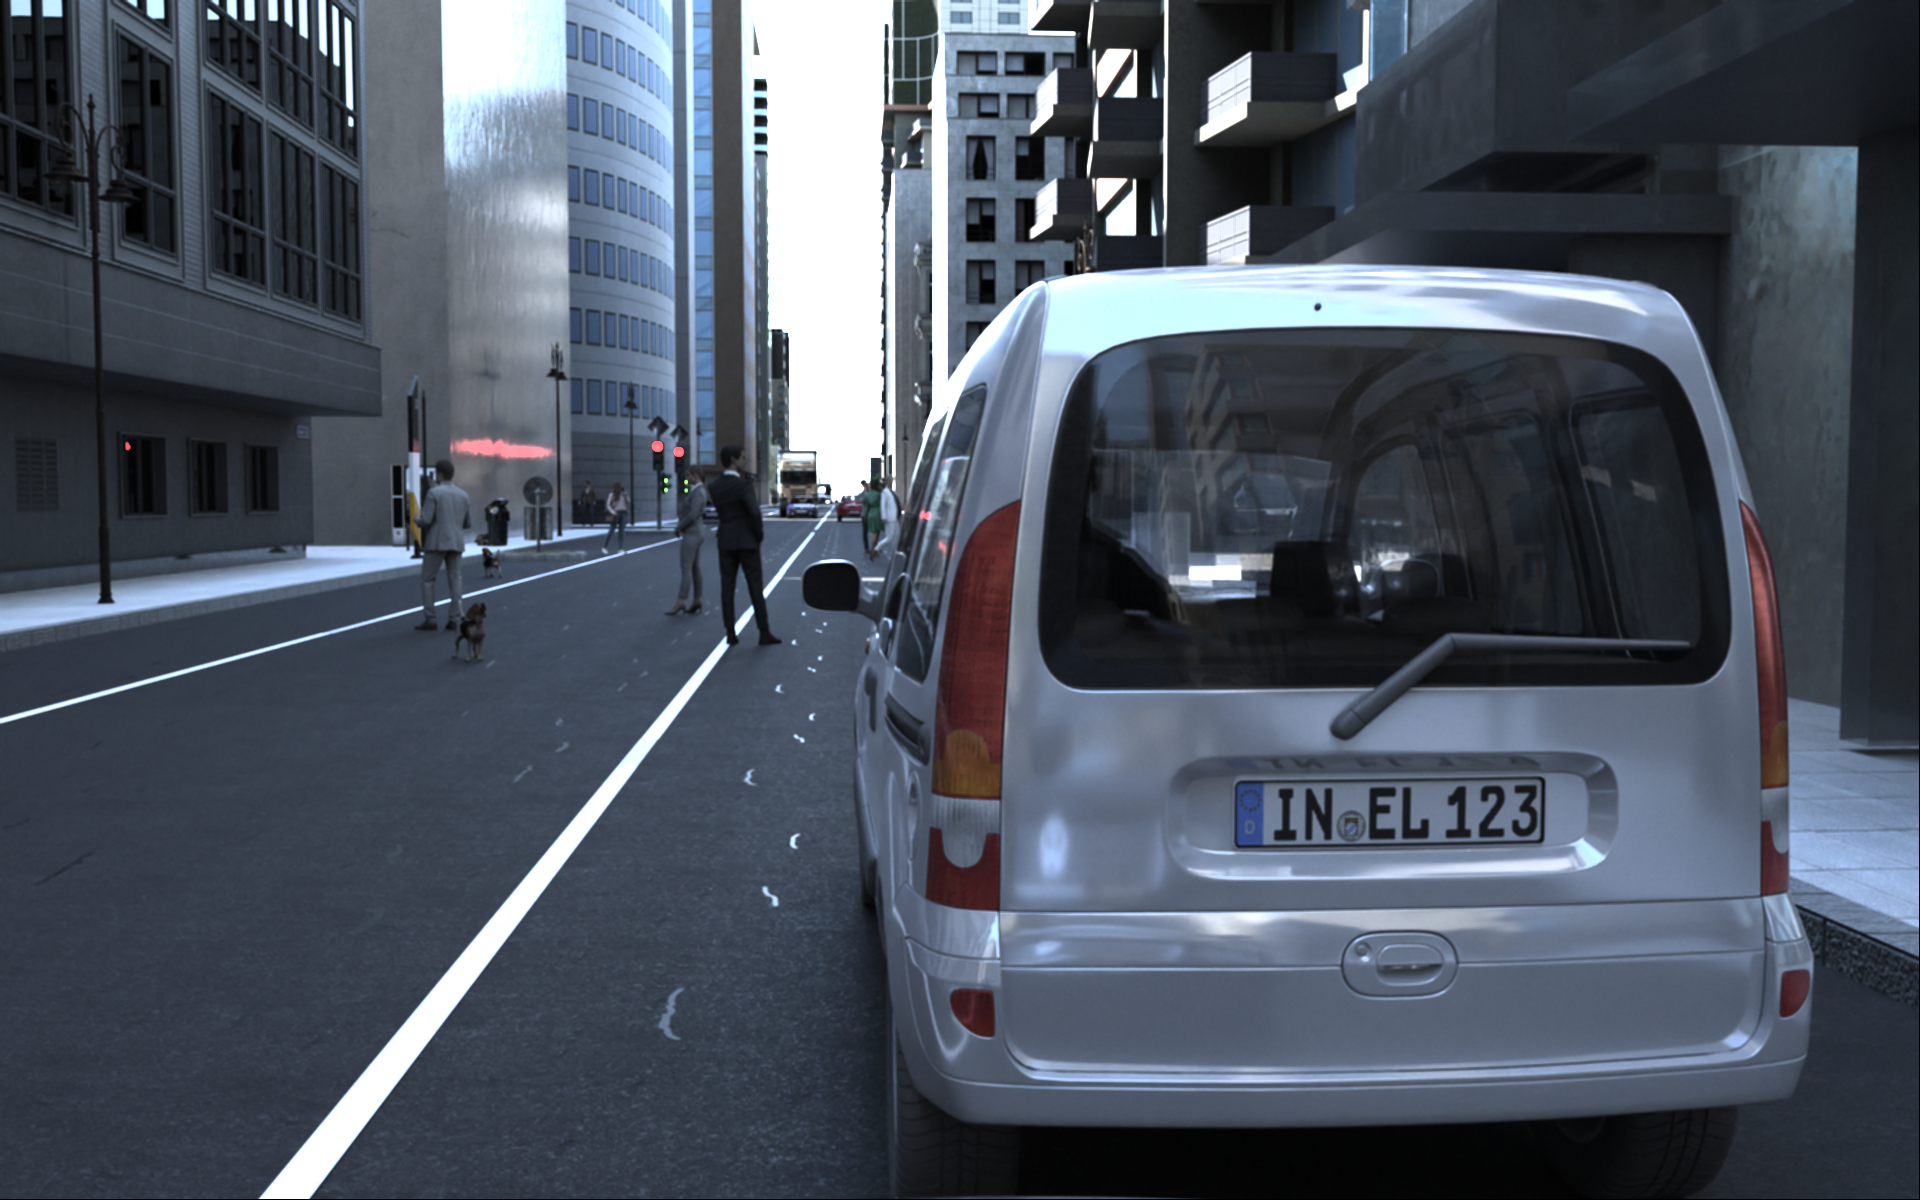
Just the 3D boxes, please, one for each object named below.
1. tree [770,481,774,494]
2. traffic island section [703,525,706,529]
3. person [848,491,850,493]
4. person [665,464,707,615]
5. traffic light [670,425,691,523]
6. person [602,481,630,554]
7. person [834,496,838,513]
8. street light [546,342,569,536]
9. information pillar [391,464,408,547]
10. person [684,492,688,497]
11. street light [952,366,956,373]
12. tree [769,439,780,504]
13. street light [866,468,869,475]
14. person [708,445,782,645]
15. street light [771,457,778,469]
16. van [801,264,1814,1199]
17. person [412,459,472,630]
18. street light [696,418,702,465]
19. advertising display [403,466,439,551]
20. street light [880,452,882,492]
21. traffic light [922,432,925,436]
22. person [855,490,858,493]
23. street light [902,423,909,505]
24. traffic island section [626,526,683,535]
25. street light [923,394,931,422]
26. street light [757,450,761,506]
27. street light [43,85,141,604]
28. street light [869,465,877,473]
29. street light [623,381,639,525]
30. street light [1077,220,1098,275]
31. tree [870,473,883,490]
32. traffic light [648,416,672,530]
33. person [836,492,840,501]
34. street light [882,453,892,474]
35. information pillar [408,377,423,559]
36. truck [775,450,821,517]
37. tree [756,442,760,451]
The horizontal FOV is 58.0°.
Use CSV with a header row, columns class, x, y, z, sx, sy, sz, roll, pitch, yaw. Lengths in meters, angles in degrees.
class,x,y,z,sx,sy,sz,roll,pitch,yaw
tree,-23.734,-13.499,215.312,1.663,3.219,1.824,0,3,0
traffic island section,-11.384,-2.939,70.341,2.009,0.180,2.903,0,4,-4
person,-11.326,-10.209,176.360,0.756,1.711,0.436,-2,4,-34
person,-3.300,-0.733,20.751,0.573,1.790,0.520,-1,4,-22
traffic light,-11.343,-4.972,70.209,0.839,4.253,0.868,0,4,-4
person,-8.276,-1.983,41.507,0.643,1.750,0.593,3,5,42
person,-9.434,-7.240,131.553,0.352,1.250,0.332,0,4,2
street light,-12.234,-4.891,52.764,0.468,5.910,1.993,0,4,-4
information pillar,-13.681,-2.311,42.280,0.304,2.012,0.304,0,4,-2
person,-12.190,-4.044,77.215,0.523,1.515,0.503,-3,5,-42
street light,-0.203,-5.493,62.602,0.468,5.910,1.993,0,4,-4
tree,-24.244,-16.454,219.389,4.360,8.622,3.978,0,3,0
street light,-14.171,-18.320,272.318,0.468,5.910,1.993,0,4,-4
person,-2.084,-0.533,16.581,0.648,1.900,0.474,2,4,25
street light,-22.900,-14.637,212.100,0.468,5.910,1.993,0,4,-4
van,0.561,0.134,4.829,2.013,2.044,4.112,0,4,-5
person,-5.525,-0.593,18.393,0.583,1.804,0.606,2,4,33
street light,-15.628,-7.998,103.554,0.468,5.910,1.993,0,4,-4
advertising display,-12.141,-2.091,39.408,0.974,1.923,0.123,-2,4,-27
street light,-8.548,-13.219,188.913,0.468,5.910,1.993,0,4,-4
traffic light,-1.206,-5.014,70.902,0.839,4.253,0.868,0,4,-4
person,-8.566,-8.271,143.916,0.709,1.800,0.728,-3,4,-37
street light,-3.566,-8.574,112.968,0.468,5.910,1.993,0,4,-4
traffic island section,-10.849,-2.452,62.374,2.009,0.180,2.903,0,4,-4
street light,-1.464,-6.580,80.368,0.468,5.910,1.993,0,4,-4
street light,-20.780,-12.643,179.502,0.468,5.910,1.993,0,4,-4
street light,-10.033,-2.898,20.171,0.468,5.910,1.993,0,4,-4
street light,-12.035,-16.325,239.708,0.468,5.910,1.993,0,4,-4
street light,-13.419,-5.994,70.790,0.468,5.910,1.993,0,4,-4
street light,2.131,-3.468,29.491,0.468,5.910,1.993,0,4,-4
tree,-10.373,-15.158,231.554,4.285,4.588,4.351,0,3,0
traffic light,-10.809,-4.484,62.242,0.839,4.253,0.868,0,4,-4
person,-21.217,-17.946,301.876,0.705,1.831,1.348,3,4,37
street light,-6.534,-11.224,156.307,0.468,5.910,1.993,0,4,-4
information pillar,-10.827,-2.632,34.383,0.183,3.616,0.504,0,4,-2
truck,-10.425,-7.528,111.998,2.839,4.237,11.283,0,4,-5
tree,-18.512,-11.895,128.902,7.601,10.594,8.767,-2,4,-27
